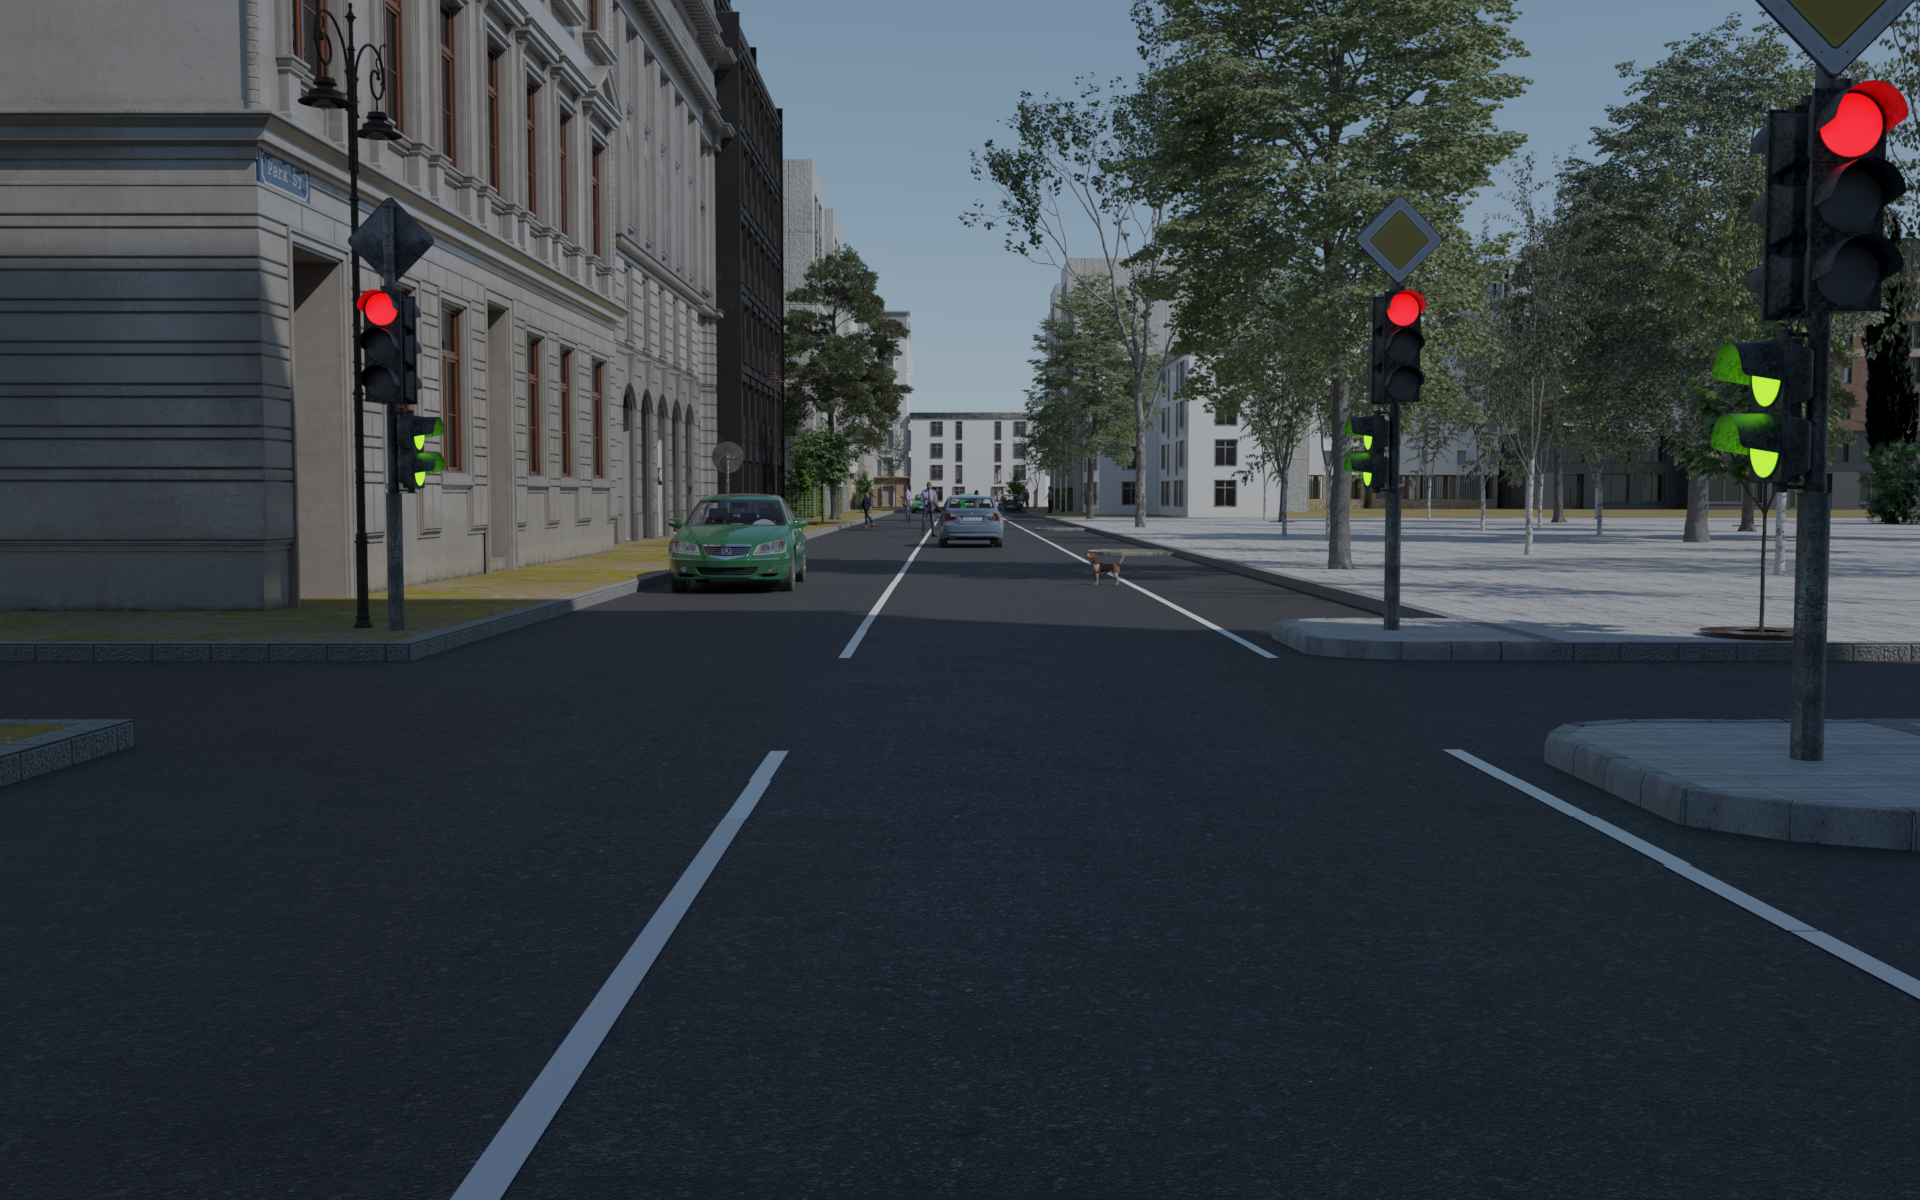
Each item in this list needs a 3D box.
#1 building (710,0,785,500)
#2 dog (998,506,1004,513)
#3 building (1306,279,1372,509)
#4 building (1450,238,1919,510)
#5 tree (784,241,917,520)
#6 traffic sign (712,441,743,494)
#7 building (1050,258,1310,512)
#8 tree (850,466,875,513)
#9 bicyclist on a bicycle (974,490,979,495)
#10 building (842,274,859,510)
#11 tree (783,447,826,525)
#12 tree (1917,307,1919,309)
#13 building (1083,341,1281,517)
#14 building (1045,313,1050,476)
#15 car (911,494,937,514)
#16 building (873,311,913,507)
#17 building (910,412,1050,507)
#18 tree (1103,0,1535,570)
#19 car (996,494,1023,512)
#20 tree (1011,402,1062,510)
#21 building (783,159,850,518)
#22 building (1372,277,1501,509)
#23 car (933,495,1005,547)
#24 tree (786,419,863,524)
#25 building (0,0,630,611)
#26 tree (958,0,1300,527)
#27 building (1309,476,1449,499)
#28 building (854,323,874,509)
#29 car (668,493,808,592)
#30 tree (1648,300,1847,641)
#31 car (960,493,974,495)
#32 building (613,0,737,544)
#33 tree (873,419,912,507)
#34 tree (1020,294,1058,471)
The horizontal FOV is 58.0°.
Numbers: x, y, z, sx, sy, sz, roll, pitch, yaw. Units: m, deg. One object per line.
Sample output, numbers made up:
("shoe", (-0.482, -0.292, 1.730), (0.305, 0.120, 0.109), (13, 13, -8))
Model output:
("building", (-14.105, -14.723, 70.402), (12.332, 23.373, 15.834), (0, 4, 0))
("dog", (1.843, -4.534, 90.974), (0.800, 0.831, 0.513), (1, 4, 22))
("building", (29.818, -18.453, 158.122), (11.380, 20.091, 16.016), (0, 4, 0))
("building", (63.344, -18.859, 152.322), (32.646, 21.610, 27.936), (0, 4, 0))
("tree", (-6.552, -10.967, 86.739), (7.806, 13.903, 7.818), (0, 3, 0))
("traffic sign", (-5.615, -2.552, 41.833), (0.768, 2.556, 0.104), (0, 4, 3))
("building", (16.399, -16.631, 138.374), (16.747, 18.905, 31.486), (0, 4, 0))
("tree", (-6.535, -7.631, 119.376), (1.663, 3.219, 1.824), (0, 3, 0))
("bicyclist on a bicycle", (0.706, -3.952, 74.638), (1.499, 1.676, 1.625), (0, 4, -1))
("building", (-16.247, -17.361, 140.266), (16.016, 20.091, 11.380), (0, 4, 0))
("tree", (-6.585, -4.732, 71.972), (1.663, 3.219, 1.824), (0, 3, 0))
("tree", (30.365, -8.476, 46.000), (7.806, 13.903, 7.818), (0, 3, 0))
("building", (13.159, -10.193, 108.804), (9.099, 9.664, 28.070), (0, 4, 0))
("building", (15.985, -18.573, 160.087), (16.016, 20.091, 11.380), (0, 4, 0))
("car", (-2.656, -7.310, 128.310), (1.959, 1.807, 4.718), (0, 4, 1))
("building", (-10.876, -20.118, 185.352), (11.380, 20.091, 16.016), (0, 4, 0))
("building", (8.858, -14.689, 182.317), (28.070, 9.664, 9.099), (0, 4, 0))
("tree", (6.114, -6.788, 29.104), (7.486, 12.596, 7.792), (0, 3, 0))
("car", (3.577, -7.049, 125.044), (2.009, 1.686, 4.222), (0, 4, 1))
("tree", (5.994, -11.311, 135.296), (4.360, 8.622, 3.978), (0, 3, 0))
("building", (-16.219, -14.746, 107.552), (16.747, 18.905, 31.486), (0, 4, 0))
("building", (41.317, -18.433, 157.804), (11.380, 20.091, 16.016), (0, 4, 0))
("car", (0.266, -2.193, 47.856), (2.014, 1.417, 4.499), (0, 4, -1))
("tree", (-5.944, -5.634, 75.832), (4.285, 4.588, 4.351), (0, 3, 0))
("building", (-12.588, -11.731, 27.961), (11.583, 22.565, 21.152), (0, 4, 0))
("tree", (6.334, -12.788, 64.971), (12.611, 20.169, 13.585), (0, 3, 0))
("building", (37.060, -14.679, 182.144), (28.070, 9.664, 9.099), (0, 4, 0))
("building", (-24.028, -17.807, 157.609), (31.486, 18.905, 16.747), (0, 4, 0))
("car", (-3.397, -0.929, 26.994), (2.131, 1.459, 4.920), (0, 4, -2))
("tree", (7.353, -1.285, 15.605), (1.663, 3.219, 1.824), (0, 3, 0))
("car", (0.647, -6.387, 113.221), (1.959, 1.807, 4.718), (0, 4, 2))
("building", (-14.604, -12.767, 50.538), (13.314, 21.916, 24.055), (0, 4, 0))
("tree", (-6.436, -13.384, 169.198), (4.360, 8.622, 3.978), (0, 3, 0))
("tree", (7.098, -10.415, 88.409), (7.486, 12.596, 7.792), (0, 3, 0))
